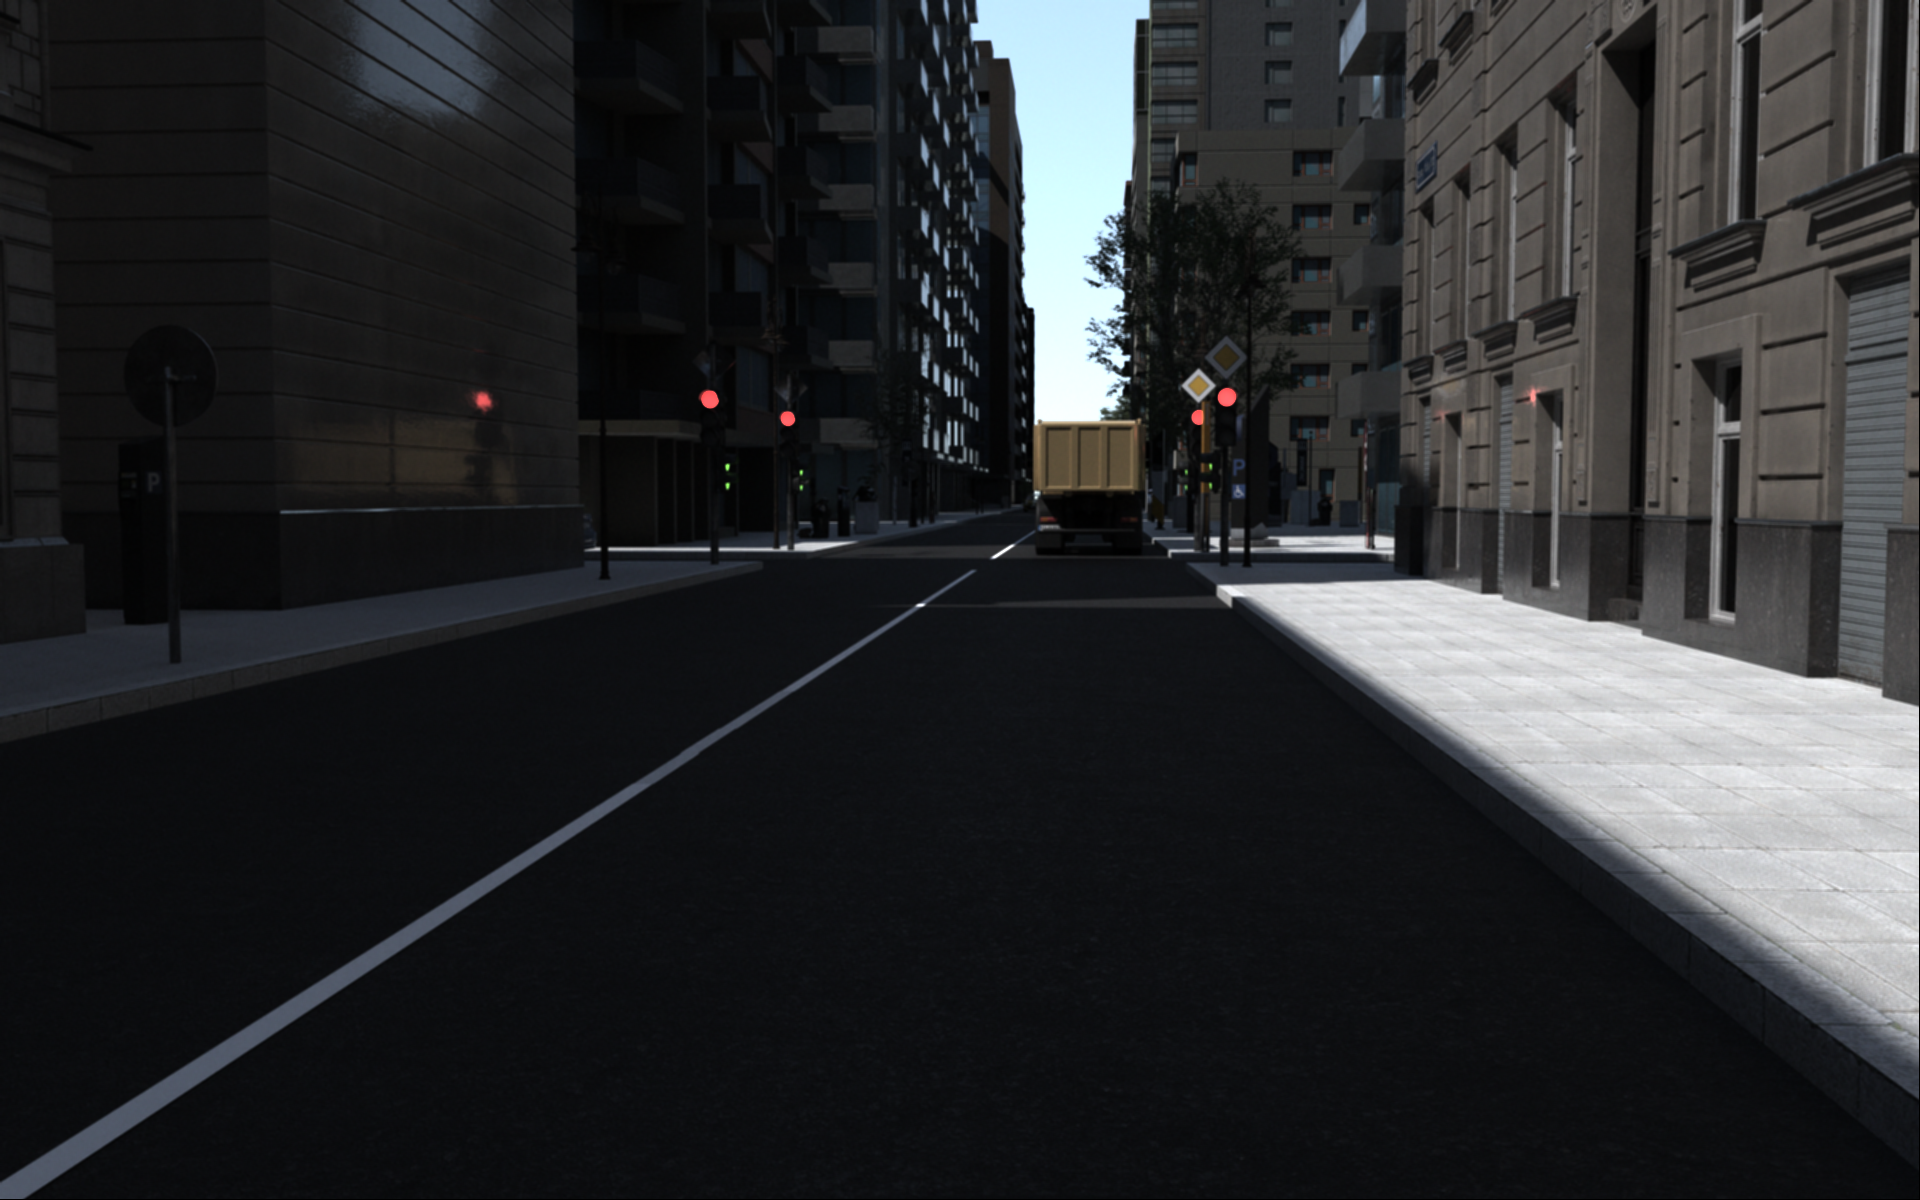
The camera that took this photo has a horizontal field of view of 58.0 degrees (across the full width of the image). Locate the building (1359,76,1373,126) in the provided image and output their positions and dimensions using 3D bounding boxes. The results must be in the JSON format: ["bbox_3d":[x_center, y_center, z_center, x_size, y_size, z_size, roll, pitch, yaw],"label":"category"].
[{"bbox_3d":[29.682,-33.895,143.430,28.713,52.752,27.495,0,4,4],"label":"building"}]

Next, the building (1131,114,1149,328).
[{"bbox_3d":[31.778,-35.933,211.214,21.300,48.544,21.600,0,4,4],"label":"building"}]

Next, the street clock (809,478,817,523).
[{"bbox_3d":[-6.467,-4.383,76.230,0.358,2.002,0.471,0,4,4],"label":"street clock"}]

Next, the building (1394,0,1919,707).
[{"bbox_3d":[11.876,-13.336,15.310,12.463,27.353,25.104,0,4,4],"label":"building"}]

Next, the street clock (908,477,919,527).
[{"bbox_3d":[-1.783,-3.804,66.769,0.358,2.002,0.471,2,4,32],"label":"street clock"}]

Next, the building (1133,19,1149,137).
[{"bbox_3d":[34.149,-50.282,260.366,20.563,71.187,20.611,0,4,4],"label":"building"}]

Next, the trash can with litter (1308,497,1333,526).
[{"bbox_3d":[14.499,-3.574,69.827,0.624,1.170,1.055,-3,4,-38],"label":"trash can with litter"}]

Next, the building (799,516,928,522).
[{"bbox_3d":[-12.326,-28.862,91.498,23.786,49.044,30.456,0,4,4],"label":"building"}]

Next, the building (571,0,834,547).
[{"bbox_3d":[-16.092,-24.440,54.215,22.147,44.769,28.867,0,4,4],"label":"building"}]

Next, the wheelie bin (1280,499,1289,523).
[{"bbox_3d":[14.233,-4.233,77.118,0.693,1.594,0.980,-2,4,-31],"label":"wheelie bin"}]

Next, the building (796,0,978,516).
[{"bbox_3d":[-10.228,-31.229,130.200,23.786,49.044,30.456,0,4,4],"label":"building"}]

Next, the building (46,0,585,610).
[{"bbox_3d":[-19.119,-13.925,24.941,25.104,27.353,12.463,0,4,4],"label":"building"}]

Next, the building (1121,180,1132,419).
[{"bbox_3d":[33.268,-35.587,236.475,22.147,44.769,28.867,0,4,4],"label":"building"}]

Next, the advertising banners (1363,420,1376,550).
[{"bbox_3d":[9.595,-2.717,40.613,0.090,3.025,2.074,0,4,7],"label":"advertising banners"}]

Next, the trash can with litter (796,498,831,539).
[{"bbox_3d":[-4.251,-2.367,50.092,1.055,1.170,0.624,2,4,25],"label":"trash can with litter"}]

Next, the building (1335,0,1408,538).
[{"bbox_3d":[26.749,-26.370,50.765,30.456,49.044,23.786,0,4,4],"label":"building"}]

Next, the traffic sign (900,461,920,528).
[{"bbox_3d":[-1.927,-4.040,66.162,0.768,2.556,0.104,1,4,9],"label":"traffic sign"}]

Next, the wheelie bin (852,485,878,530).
[{"bbox_3d":[-3.267,-3.193,60.109,0.693,1.594,0.980,2,4,28],"label":"wheelie bin"}]

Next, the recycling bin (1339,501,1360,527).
[{"bbox_3d":[15.184,-3.356,67.432,0.722,1.027,0.722,1,4,19],"label":"recycling bin"}]

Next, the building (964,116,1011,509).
[{"bbox_3d":[-11.757,-28.499,157.838,32.217,40.220,23.993,0,4,4],"label":"building"}]

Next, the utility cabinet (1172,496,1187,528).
[{"bbox_3d":[8.490,-3.292,64.980,1.020,1.237,0.306,-1,4,-22],"label":"utility cabinet"}]

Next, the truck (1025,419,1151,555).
[{"bbox_3d":[3.286,-2.959,44.297,3.469,3.379,9.791,0,4,4],"label":"truck"}]

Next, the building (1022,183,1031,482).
[{"bbox_3d":[-2.486,-37.690,235.835,23.786,49.044,30.456,0,4,4],"label":"building"}]

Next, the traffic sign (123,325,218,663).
[{"bbox_3d":[-5.958,-0.793,13.072,0.768,2.556,0.104,1,4,8],"label":"traffic sign"}]

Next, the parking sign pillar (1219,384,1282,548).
[{"bbox_3d":[7.030,-3.271,41.959,1.447,3.967,1.447,2,4,34],"label":"parking sign pillar"}]

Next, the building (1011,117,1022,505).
[{"bbox_3d":[-3.543,-35.852,209.876,21.300,48.544,21.600,0,4,4],"label":"building"}]

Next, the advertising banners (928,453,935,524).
[{"bbox_3d":[-1.257,-4.827,75.116,0.090,3.025,2.074,0,4,7],"label":"advertising banners"}]

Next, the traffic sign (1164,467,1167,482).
[{"bbox_3d":[7.306,-3.752,63.477,0.606,2.300,0.079,1,4,13],"label":"traffic sign"}]

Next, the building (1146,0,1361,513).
[{"bbox_3d":[20.351,-26.881,123.098,14.154,41.232,14.086,0,4,4],"label":"building"}]

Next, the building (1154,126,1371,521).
[{"bbox_3d":[25.248,-15.356,96.102,27.650,21.520,28.899,0,4,4],"label":"building"}]

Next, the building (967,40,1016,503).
[{"bbox_3d":[-1.599,-32.166,176.026,14.600,45.320,14.200,0,4,4],"label":"building"}]

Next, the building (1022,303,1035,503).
[{"bbox_3d":[3.913,-29.780,258.596,14.160,30.474,14.107,0,4,4],"label":"building"}]

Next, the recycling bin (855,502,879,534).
[{"bbox_3d":[-2.995,-2.644,55.776,0.722,1.027,0.722,0,4,4],"label":"recycling bin"}]

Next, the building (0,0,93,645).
[{"bbox_3d":[-13.451,-8.692,6.738,10.561,19.102,19.286,0,4,4],"label":"building"}]

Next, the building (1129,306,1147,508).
[{"bbox_3d":[31.095,-20.046,172.783,27.650,21.520,28.899,0,4,4],"label":"building"}]
